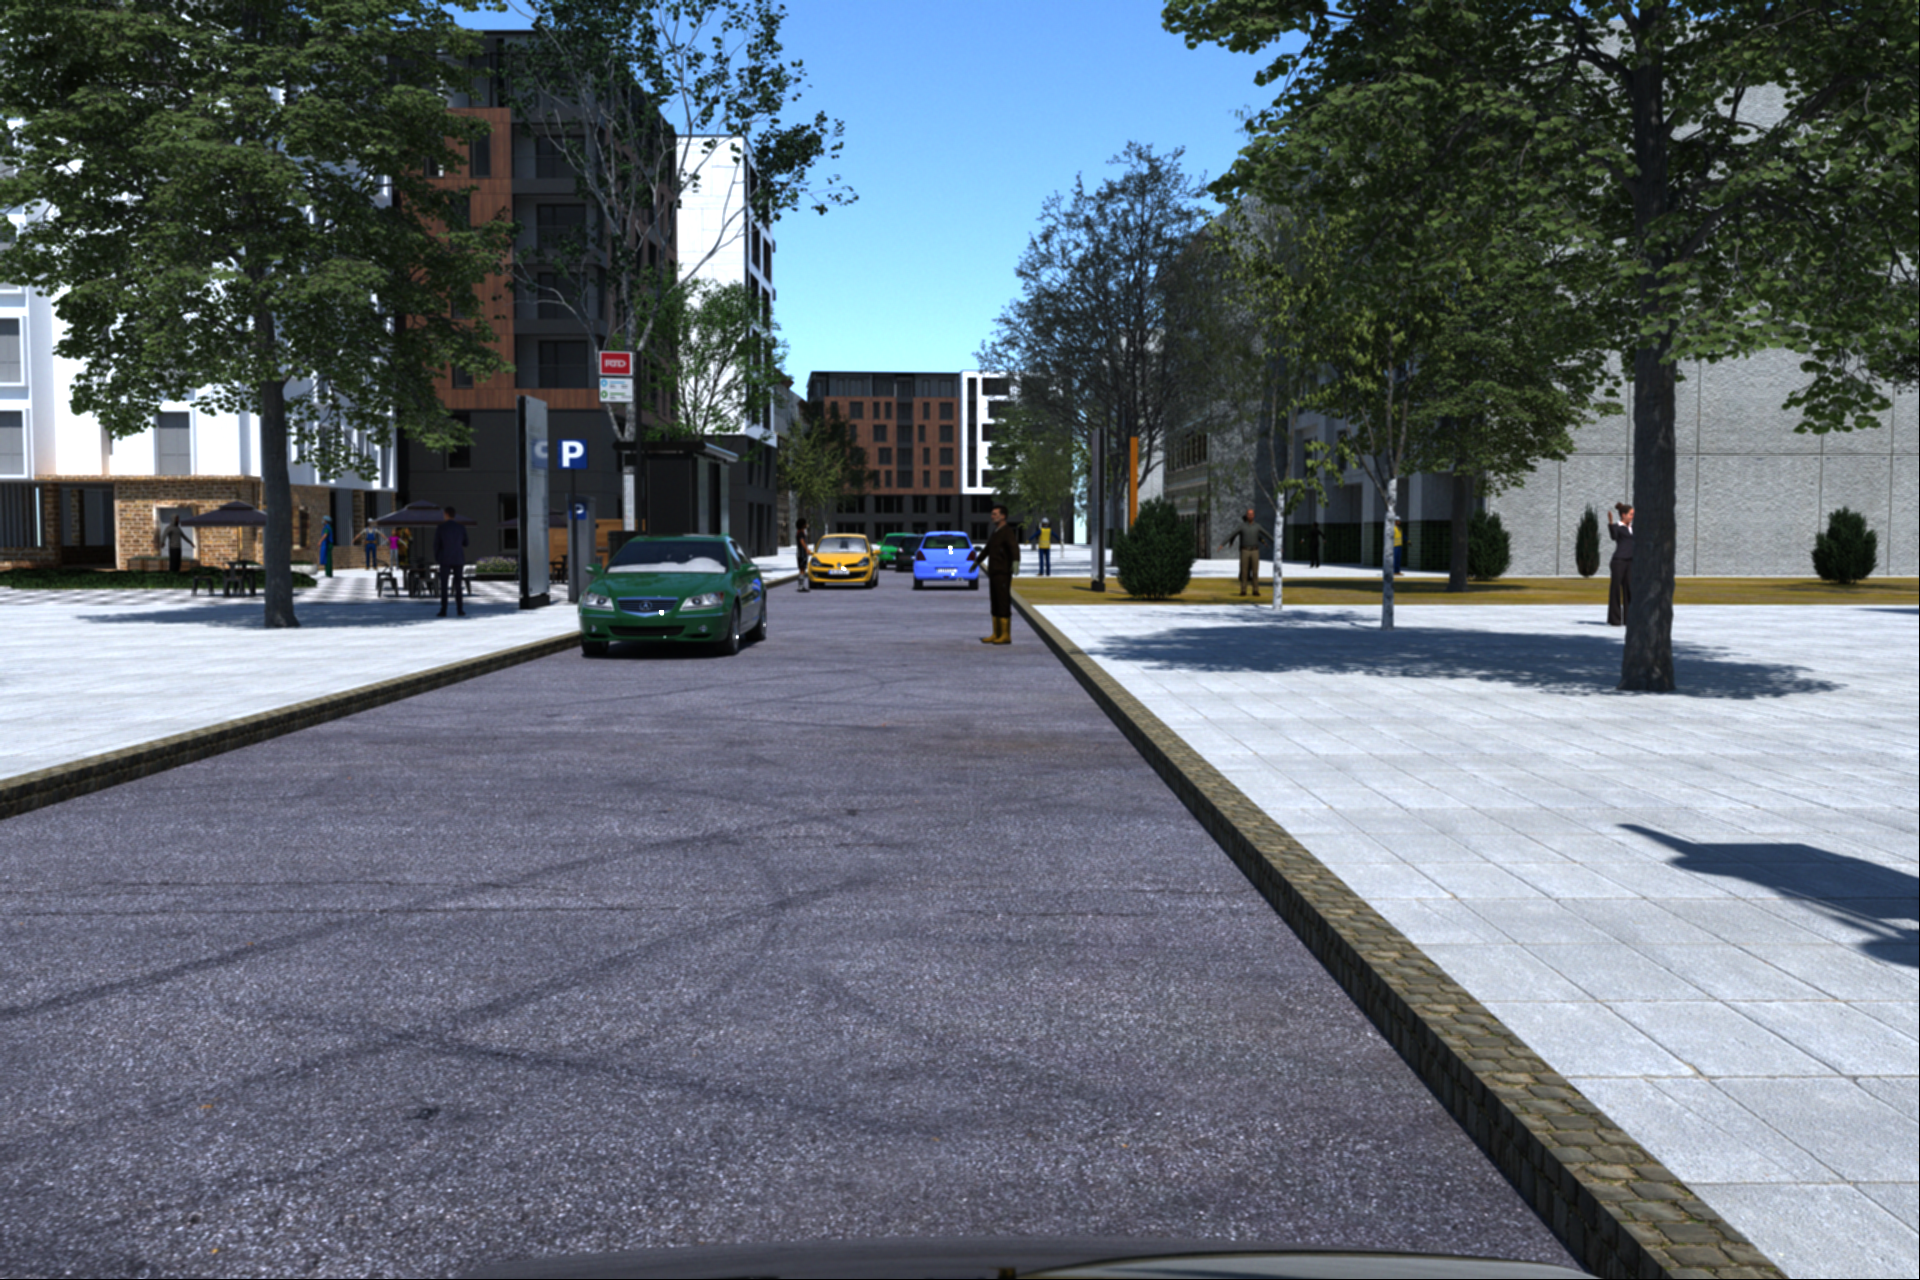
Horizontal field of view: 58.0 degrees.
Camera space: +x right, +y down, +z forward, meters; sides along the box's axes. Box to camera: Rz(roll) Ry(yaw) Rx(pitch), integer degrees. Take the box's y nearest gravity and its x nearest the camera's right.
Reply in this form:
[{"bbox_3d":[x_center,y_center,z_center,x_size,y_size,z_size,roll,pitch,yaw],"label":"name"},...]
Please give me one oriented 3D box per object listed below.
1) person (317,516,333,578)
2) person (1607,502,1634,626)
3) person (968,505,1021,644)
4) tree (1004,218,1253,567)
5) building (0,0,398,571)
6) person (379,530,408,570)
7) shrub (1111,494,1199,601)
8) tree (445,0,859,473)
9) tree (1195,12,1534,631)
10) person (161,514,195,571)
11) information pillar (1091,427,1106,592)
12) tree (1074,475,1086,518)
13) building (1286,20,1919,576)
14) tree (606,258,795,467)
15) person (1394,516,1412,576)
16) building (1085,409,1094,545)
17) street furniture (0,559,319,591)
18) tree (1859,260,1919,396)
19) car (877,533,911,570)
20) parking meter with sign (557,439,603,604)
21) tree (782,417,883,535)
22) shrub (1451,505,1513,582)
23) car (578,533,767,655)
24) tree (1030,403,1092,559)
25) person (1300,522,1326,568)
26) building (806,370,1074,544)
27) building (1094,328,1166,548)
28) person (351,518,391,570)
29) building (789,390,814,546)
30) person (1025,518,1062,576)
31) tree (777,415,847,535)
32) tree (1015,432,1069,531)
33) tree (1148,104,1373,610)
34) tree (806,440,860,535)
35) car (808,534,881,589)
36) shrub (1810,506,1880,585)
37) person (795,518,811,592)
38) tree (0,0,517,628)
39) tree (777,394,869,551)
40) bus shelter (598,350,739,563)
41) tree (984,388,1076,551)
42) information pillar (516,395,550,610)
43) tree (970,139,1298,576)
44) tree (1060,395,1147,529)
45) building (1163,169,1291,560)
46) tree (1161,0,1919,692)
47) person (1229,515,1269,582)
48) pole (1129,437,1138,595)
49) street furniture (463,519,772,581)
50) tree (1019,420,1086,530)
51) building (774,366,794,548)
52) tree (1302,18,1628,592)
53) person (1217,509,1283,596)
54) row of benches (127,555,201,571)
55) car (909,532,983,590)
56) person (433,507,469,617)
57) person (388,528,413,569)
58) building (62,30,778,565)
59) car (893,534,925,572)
[{"bbox_3d":[-18.520,-2.721,50.617,0.704,1.817,1.347,0,4,-8],"label":"person"},{"bbox_3d":[9.227,-1.053,24.066,0.445,1.727,0.742,2,4,30],"label":"person"},{"bbox_3d":[0.498,-0.858,22.621,0.704,1.812,1.346,-2,4,-25],"label":"person"},{"bbox_3d":[6.153,-9.571,66.853,12.009,13.543,11.850,0,3,0],"label":"tree"},{"bbox_3d":[-27.152,-12.162,55.267,16.016,20.090,11.380,0,4,-1],"label":"building"},{"bbox_3d":[-19.994,-3.174,61.156,0.991,1.433,0.599,-1,4,-10],"label":"person"},{"bbox_3d":[3.746,-1.786,33.245,1.661,2.075,1.752,0,3,0],"label":"shrub"},{"bbox_3d":[-9.526,-12.076,53.332,12.611,20.169,13.585,0,3,0],"label":"tree"},{"bbox_3d":[5.584,-4.446,23.049,4.737,8.622,4.395,0,3,0],"label":"tree"},{"bbox_3d":[-20.661,-2.417,45.645,0.705,1.813,1.348,1,4,11],"label":"person"},{"bbox_3d":[3.112,-2.913,38.947,0.184,3.620,1.656,0,4,-1],"label":"information pillar"},{"bbox_3d":[17.915,-17.774,225.023,7.601,10.594,8.767,0,4,5],"label":"tree"},{"bbox_3d":[24.415,-12.352,68.413,16.747,18.905,31.486,0,4,0],"label":"building"},{"bbox_3d":[-9.933,-8.587,66.160,9.928,11.665,9.643,0,3,0],"label":"tree"},{"bbox_3d":[13.494,-2.905,53.459,1.349,1.833,0.705,-3,5,-44],"label":"person"},{"bbox_3d":[24.818,-22.757,203.009,19.493,23.208,18.063,0,4,0],"label":"building"},{"bbox_3d":[-20.300,-1.558,41.097,10.072,0.657,5.734,0,4,-7],"label":"street furniture"},{"bbox_3d":[22.276,-6.172,35.327,7.601,10.594,8.767,-1,4,-10],"label":"tree"},{"bbox_3d":[-2.421,-3.813,71.139,1.959,1.807,4.718,0,4,-1],"label":"car"},{"bbox_3d":[-7.127,-2.231,32.734,0.543,3.016,1.738,0,4,-1],"label":"parking meter with sign"},{"bbox_3d":[-10.281,-12.403,137.200,8.767,10.594,7.601,-1,4,-10],"label":"tree"},{"bbox_3d":[14.118,-2.620,46.874,1.661,2.075,1.752,0,3,0],"label":"shrub"},{"bbox_3d":[-3.544,-0.621,21.950,2.131,1.459,4.920,0,4,0],"label":"car"},{"bbox_3d":[5.128,-8.430,88.192,4.360,8.622,3.978,0,3,0],"label":"tree"},{"bbox_3d":[13.456,-3.621,65.926,1.216,1.740,0.721,-2,4,-29],"label":"person"},{"bbox_3d":[-3.470,-23.335,227.965,32.646,21.610,27.936,0,4,-7],"label":"building"},{"bbox_3d":[21.776,-17.784,157.231,16.747,18.905,31.486,0,4,0],"label":"building"},{"bbox_3d":[-21.114,-3.438,62.072,1.347,1.847,0.705,-1,4,-18],"label":"person"},{"bbox_3d":[-27.301,-22.656,201.361,19.493,23.208,18.063,0,4,0],"label":"building"},{"bbox_3d":[2.553,-2.838,52.860,1.216,1.772,0.721,-1,4,-20],"label":"person"},{"bbox_3d":[-9.282,-9.551,106.516,4.737,8.622,4.395,0,3,0],"label":"tree"},{"bbox_3d":[5.531,-10.325,119.173,4.737,8.622,4.395,0,3,0],"label":"tree"},{"bbox_3d":[5.388,-4.801,28.851,4.360,8.622,3.978,0,3,0],"label":"tree"},{"bbox_3d":[-10.192,-10.936,129.163,4.360,8.622,3.978,0,3,0],"label":"tree"},{"bbox_3d":[-3.102,-2.210,46.358,2.015,1.641,3.980,0,4,0],"label":"car"},{"bbox_3d":[22.581,-2.434,44.216,1.690,2.028,1.600,0,3,0],"label":"shrub"},{"bbox_3d":[-3.873,-2.093,42.820,0.704,1.843,1.345,-1,4,-11],"label":"person"},{"bbox_3d":[-9.737,-6.434,23.326,7.486,12.596,7.792,0,3,0],"label":"tree"},{"bbox_3d":[-9.796,-11.099,115.874,8.767,10.594,7.601,1,4,12],"label":"tree"},{"bbox_3d":[-6.808,-3.848,40.554,2.179,5.291,8.768,0,4,0],"label":"bus shelter"},{"bbox_3d":[5.337,-12.953,129.912,7.486,12.596,7.792,0,3,0],"label":"tree"},{"bbox_3d":[-7.412,-2.373,30.106,0.184,3.620,1.656,0,4,-1],"label":"information pillar"},{"bbox_3d":[5.377,-8.741,53.285,12.009,13.543,11.850,0,3,0],"label":"tree"},{"bbox_3d":[6.211,-7.735,76.825,4.737,8.622,4.395,0,3,0],"label":"tree"},{"bbox_3d":[21.568,-16.131,94.675,19.493,23.208,18.063,0,4,0],"label":"building"},{"bbox_3d":[5.575,-5.886,14.361,7.486,12.596,7.792,0,3,0],"label":"tree"},{"bbox_3d":[7.761,-2.503,46.866,0.705,1.837,1.347,-3,5,-40],"label":"person"},{"bbox_3d":[3.657,-2.612,36.546,0.158,3.312,0.155,0,3,0],"label":"pole"},{"bbox_3d":[-11.670,-2.742,51.688,11.010,1.723,9.812,-1,4,-15],"label":"street furniture"},{"bbox_3d":[5.257,-9.697,108.911,4.360,8.622,3.978,0,3,0],"label":"tree"},{"bbox_3d":[-26.304,-20.344,163.554,19.493,23.208,18.063,0,4,1],"label":"building"},{"bbox_3d":[11.173,-7.352,38.336,7.486,12.596,7.792,0,3,0],"label":"tree"},{"bbox_3d":[6.017,-1.814,35.930,1.348,1.796,0.705,0,4,6],"label":"person"},{"bbox_3d":[-23.176,-2.132,50.315,1.422,0.672,4.104,-3,5,-45],"label":"row of benches"},{"bbox_3d":[-0.368,-2.200,45.562,1.945,1.707,3.694,0,4,-1],"label":"car"},{"bbox_3d":[-7.951,-1.231,27.084,0.541,1.710,0.530,-1,4,-20],"label":"person"},{"bbox_3d":[-20.663,-3.570,64.139,1.354,1.858,0.705,2,4,34],"label":"person"},{"bbox_3d":[-25.018,-14.863,86.986,27.936,21.610,32.646,0,4,1],"label":"building"},{"bbox_3d":[-1.578,-3.462,66.390,2.009,1.686,4.222,0,4,-1],"label":"car"}]
